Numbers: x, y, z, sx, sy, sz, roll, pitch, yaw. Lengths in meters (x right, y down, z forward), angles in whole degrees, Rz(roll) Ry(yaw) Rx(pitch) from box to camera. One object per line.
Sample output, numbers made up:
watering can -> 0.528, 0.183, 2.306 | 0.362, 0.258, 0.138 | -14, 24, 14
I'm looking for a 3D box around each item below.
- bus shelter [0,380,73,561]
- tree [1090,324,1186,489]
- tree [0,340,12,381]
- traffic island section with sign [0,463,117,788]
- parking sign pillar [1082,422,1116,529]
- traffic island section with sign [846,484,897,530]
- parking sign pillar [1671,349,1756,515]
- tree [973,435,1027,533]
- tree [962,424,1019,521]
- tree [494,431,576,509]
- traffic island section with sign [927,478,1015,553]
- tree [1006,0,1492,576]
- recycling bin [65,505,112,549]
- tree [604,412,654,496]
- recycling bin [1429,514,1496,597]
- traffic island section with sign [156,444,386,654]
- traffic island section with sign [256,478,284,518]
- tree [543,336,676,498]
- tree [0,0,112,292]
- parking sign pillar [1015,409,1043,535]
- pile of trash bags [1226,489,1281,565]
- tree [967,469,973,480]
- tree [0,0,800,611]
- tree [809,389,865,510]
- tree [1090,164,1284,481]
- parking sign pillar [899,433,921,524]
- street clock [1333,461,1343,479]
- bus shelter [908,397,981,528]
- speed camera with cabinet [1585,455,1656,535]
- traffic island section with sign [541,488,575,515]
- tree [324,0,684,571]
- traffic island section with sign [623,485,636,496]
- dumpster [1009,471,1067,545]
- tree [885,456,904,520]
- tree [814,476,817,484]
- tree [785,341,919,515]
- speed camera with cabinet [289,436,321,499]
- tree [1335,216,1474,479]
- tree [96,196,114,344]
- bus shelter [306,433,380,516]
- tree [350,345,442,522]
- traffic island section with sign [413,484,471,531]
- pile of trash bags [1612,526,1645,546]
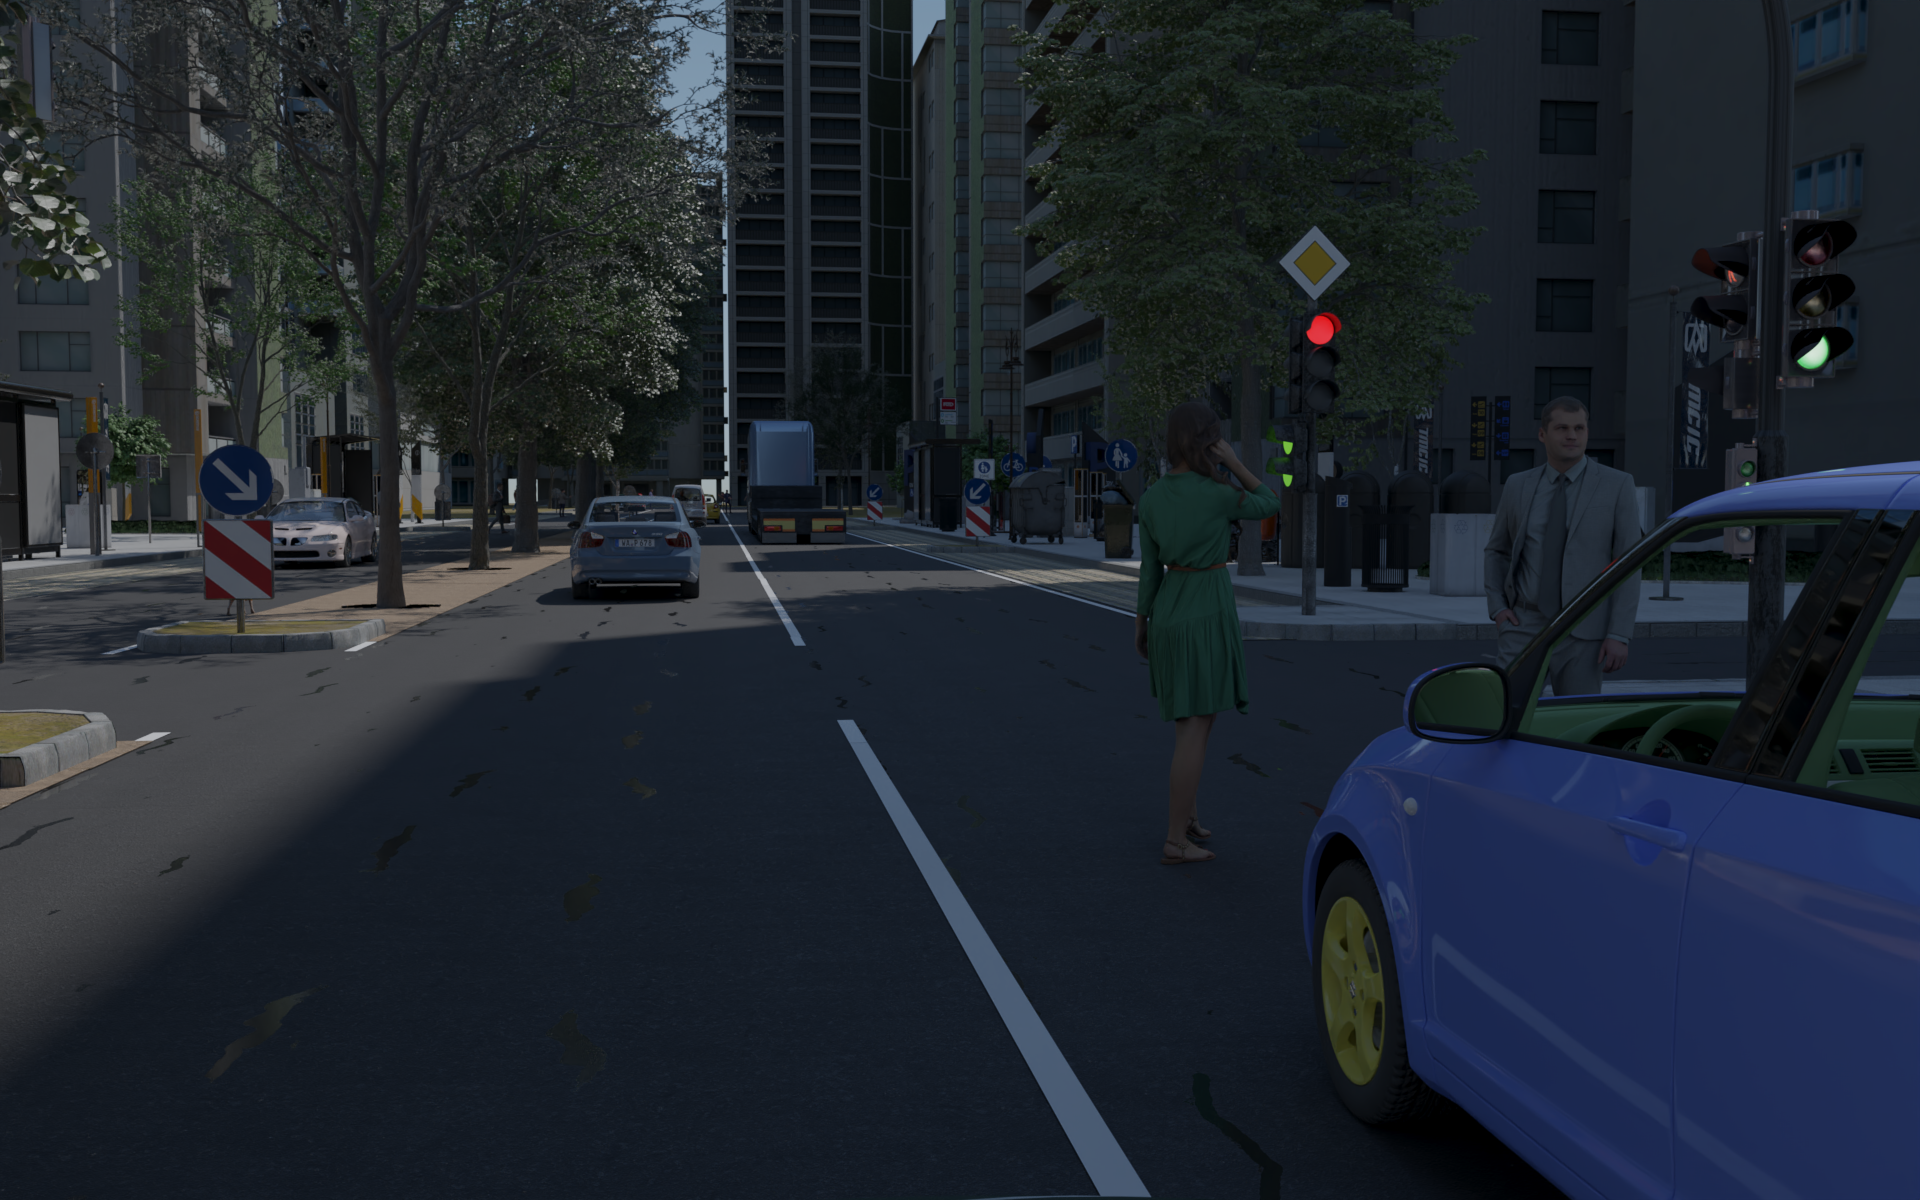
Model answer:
bus shelter -> -18.401, -3.238, 30.579 | 2.179, 5.291, 8.768 | 0, 4, -8
tree -> 7.525, -7.359, 70.686 | 4.737, 8.622, 4.395 | 0, 3, 0
tree -> -35.505, -6.793, 61.435 | 4.360, 8.622, 3.978 | 0, 3, 0
traffic island section with sign -> -5.676, -0.065, 9.196 | 2.006, 1.907, 1.989 | -1, 4, -8
parking sign pillar -> 5.203, -4.674, 64.887 | 1.447, 3.967, 1.447 | -2, 4, -33
traffic island section with sign -> -3.602, -3.718, 69.418 | 1.989, 1.847, 2.006 | -1, 4, -8
parking sign pillar -> 12.832, -2.514, 29.578 | 1.447, 3.967, 1.447 | 1, 4, 11
tree -> 1.434, -3.832, 57.257 | 1.663, 3.219, 1.824 | 0, 3, 0
tree -> 1.230, -5.983, 81.542 | 4.285, 4.588, 4.351 | 0, 3, 0
tree -> -35.437, -13.212, 150.434 | 7.601, 10.594, 8.767 | 2, 4, 24
traffic island section with sign -> 0.212, -2.086, 42.733 | 1.989, 1.847, 2.006 | -1, 4, -8
tree -> 4.185, -6.666, 27.109 | 7.486, 12.596, 7.792 | 0, 3, 0
recycling bin -> -20.710, -1.750, 41.164 | 0.722, 1.027, 0.722 | 0, 4, 7
tree -> -15.524, -7.672, 78.251 | 4.360, 8.622, 3.978 | 0, 3, 0
recycling bin -> 6.410, -0.575, 21.951 | 0.722, 1.027, 0.722 | 0, 4, -2
traffic island section with sign -> -6.718, -0.513, 16.530 | 2.006, 1.907, 1.989 | -1, 4, -8
traffic island section with sign -> -16.346, -1.970, 40.843 | 1.989, 1.847, 2.006 | -1, 4, -8
tree -> -15.034, -9.238, 71.624 | 7.486, 12.596, 7.792 | 0, 3, 0
tree -> -5.169, -5.833, 4.488 | 9.857, 13.997, 8.962 | 0, 3, 0
parking sign pillar -> 2.363, -4.025, 54.281 | 1.447, 3.967, 1.447 | 0, 4, 6
pile of trash bags -> 5.185, -1.393, 32.526 | 1.912, 1.369, 3.447 | -1, 4, -13
tree -> 1.160, -4.972, 75.900 | 1.663, 3.219, 1.824 | 0, 3, 0
tree -> -7.078, -6.626, 21.159 | 12.009, 13.543, 11.850 | 0, 3, 0
tree -> -8.095, -10.085, 115.255 | 4.360, 8.622, 3.978 | 0, 3, 0
tree -> 4.537, -5.297, 36.975 | 4.360, 8.622, 3.978 | 0, 3, 0
parking sign pillar -> -1.924, -5.315, 75.380 | 1.447, 3.967, 1.447 | -2, 4, -33
street clock -> 7.988, -2.004, 37.336 | 0.358, 2.002, 0.471 | -3, 5, -42
bus shelter -> -0.842, -5.613, 69.408 | 2.179, 5.291, 8.768 | 0, 4, -8
speed camera with cabinet -> 15.164, -2.826, 40.534 | 2.038, 3.252, 0.660 | 3, 5, 42
traffic island section with sign -> -27.310, -6.650, 117.361 | 1.989, 1.847, 2.006 | -1, 4, -8
tree -> -8.907, -6.355, 32.115 | 9.928, 11.665, 9.643 | 0, 3, 0
traffic island section with sign -> -17.386, -5.063, 90.910 | 2.006, 1.907, 1.989 | -1, 4, -8
dumpster -> 2.013, -2.378, 44.638 | 1.264, 1.857, 1.865 | 0, 4, -8
tree -> -3.055, -5.669, 87.290 | 1.663, 3.219, 1.824 | 0, 3, 0
tree -> -15.013, -10.965, 162.992 | 4.285, 4.588, 4.351 | 0, 3, 0
tree -> -6.587, -10.434, 105.012 | 8.767, 10.594, 7.601 | 0, 4, 2
speed camera with cabinet -> -22.766, -4.027, 60.179 | 0.660, 3.252, 2.038 | 0, 4, -6
tree -> 11.298, -5.785, 44.954 | 4.737, 8.622, 4.395 | 0, 3, 0
tree -> -21.709, -7.755, 52.543 | 9.928, 11.665, 9.643 | 0, 3, 0
bus shelter -> -24.735, -4.795, 69.685 | 1.731, 3.624, 6.357 | 0, 4, -8
tree -> -25.232, -7.864, 78.931 | 4.360, 8.622, 3.978 | 0, 3, 0
traffic island section with sign -> -20.170, -3.602, 67.527 | 1.989, 1.847, 2.006 | -1, 4, -8
pile of trash bags -> 14.310, -1.680, 37.224 | 3.447, 1.369, 1.912 | 1, 4, 12
